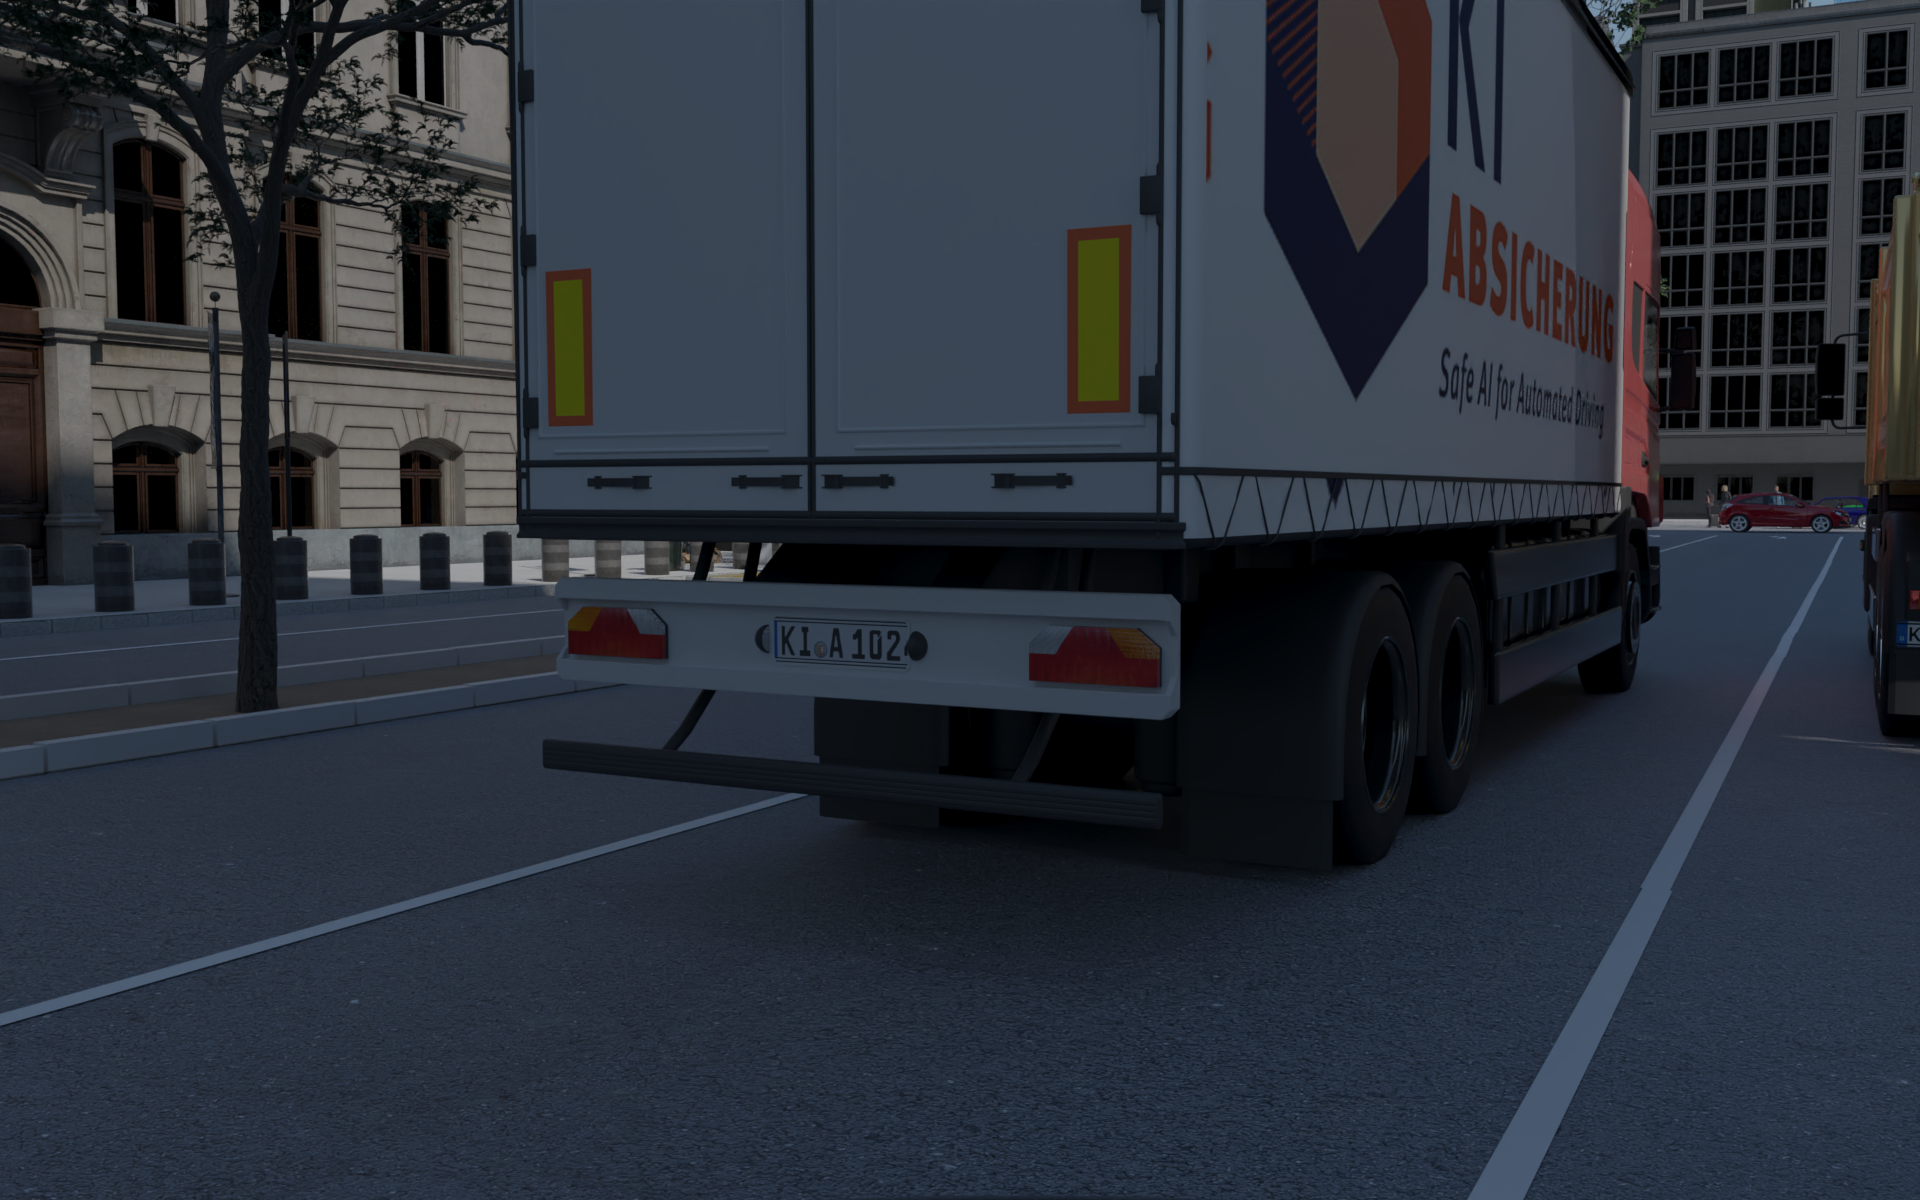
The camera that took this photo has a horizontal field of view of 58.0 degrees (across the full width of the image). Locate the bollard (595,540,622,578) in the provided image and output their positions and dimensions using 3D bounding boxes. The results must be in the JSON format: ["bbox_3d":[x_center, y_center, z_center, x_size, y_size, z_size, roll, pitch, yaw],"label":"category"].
[{"bbox_3d":[-5.377,-0.718,26.460,0.404,0.777,0.398,0,3,0],"label":"bollard"}]

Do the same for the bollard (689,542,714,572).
[{"bbox_3d":[-4.265,-0.849,28.594,0.404,0.777,0.398,0,3,0],"label":"bollard"}]

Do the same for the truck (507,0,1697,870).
[{"bbox_3d":[2.242,-1.294,10.075,2.839,4.237,11.283,2,4,29],"label":"truck"}]

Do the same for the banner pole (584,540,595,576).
[{"bbox_3d":[-5.547,-2.275,27.221,0.401,3.779,0.863,3,4,38],"label":"banner pole"}]

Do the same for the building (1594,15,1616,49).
[{"bbox_3d":[25.445,-19.031,98.550,23.554,28.519,14.401,2,4,27],"label":"building"}]

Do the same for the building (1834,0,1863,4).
[{"bbox_3d":[127.453,-55.974,227.841,31.000,86.520,22.319,2,4,27],"label":"building"}]

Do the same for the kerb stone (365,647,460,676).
[{"bbox_3d":[-4.464,0.506,13.976,0.120,0.150,1.000,2,4,27],"label":"kerb stone"}]

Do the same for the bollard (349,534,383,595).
[{"bbox_3d":[-7.608,-0.457,22.196,0.404,0.777,0.398,0,3,0],"label":"bollard"}]

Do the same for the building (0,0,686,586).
[{"bbox_3d":[-18.113,-12.607,25.201,14.460,24.649,34.723,2,4,27],"label":"building"}]

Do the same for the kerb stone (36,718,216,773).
[{"bbox_3d":[-4.502,0.785,9.361,0.120,0.150,1.000,2,4,27],"label":"kerb stone"}]

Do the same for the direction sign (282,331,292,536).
[{"bbox_3d":[-9.527,-1.991,24.551,0.379,3.537,0.876,-2,4,-24],"label":"direction sign"}]

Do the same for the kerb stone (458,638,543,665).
[{"bbox_3d":[-3.992,0.447,14.886,0.120,0.150,1.000,2,4,27],"label":"kerb stone"}]

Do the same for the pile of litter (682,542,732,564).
[{"bbox_3d":[-4.947,-1.122,32.309,1.719,0.858,1.176,0,4,7],"label":"pile of litter"}]

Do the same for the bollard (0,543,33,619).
[{"bbox_3d":[-9.833,-0.196,17.927,0.404,0.777,0.398,0,3,0],"label":"bollard"}]

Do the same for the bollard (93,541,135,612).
[{"bbox_3d":[-9.278,-0.262,18.993,0.404,0.777,0.398,0,3,0],"label":"bollard"}]

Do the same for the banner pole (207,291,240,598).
[{"bbox_3d":[-9.141,-1.912,21.279,0.401,3.779,0.863,-1,4,-15],"label":"banner pole"}]

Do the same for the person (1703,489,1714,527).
[{"bbox_3d":[32.387,-3.974,74.944,0.415,1.643,0.593,1,4,12],"label":"person"}]

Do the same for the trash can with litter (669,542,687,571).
[{"bbox_3d":[-4.929,-1.084,29.117,0.624,1.170,1.055,0,4,-2],"label":"trash can with litter"}]

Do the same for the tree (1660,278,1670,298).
[{"bbox_3d":[18.963,-7.844,56.456,9.928,11.665,9.643,0,3,0],"label":"tree"}]

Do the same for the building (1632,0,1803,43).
[{"bbox_3d":[104.135,-48.999,239.381,20.611,71.187,20.563,2,4,27],"label":"building"}]

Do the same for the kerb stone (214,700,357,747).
[{"bbox_3d":[-4.022,0.729,10.276,0.120,0.150,1.000,2,4,27],"label":"kerb stone"}]

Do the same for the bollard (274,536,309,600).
[{"bbox_3d":[-8.166,-0.392,21.125,0.404,0.777,0.398,0,3,0],"label":"bollard"}]

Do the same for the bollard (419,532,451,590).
[{"bbox_3d":[-7.052,-0.523,23.261,0.404,0.777,0.398,0,3,0],"label":"bollard"}]

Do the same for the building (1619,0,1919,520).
[{"bbox_3d":[46.655,-18.001,87.829,24.014,27.812,14.314,2,4,27],"label":"building"}]

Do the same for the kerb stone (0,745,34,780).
[{"bbox_3d":[-4.976,0.850,8.453,0.120,0.150,1.000,2,4,27],"label":"kerb stone"}]

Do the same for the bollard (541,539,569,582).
[{"bbox_3d":[-5.934,-0.653,25.394,0.404,0.777,0.398,0,3,0],"label":"bollard"}]

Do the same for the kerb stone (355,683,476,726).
[{"bbox_3d":[-3.543,0.677,11.183,0.120,0.150,1.000,2,4,27],"label":"kerb stone"}]

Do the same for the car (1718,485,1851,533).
[{"bbox_3d":[30.679,-3.391,64.487,4.494,1.783,2.155,2,4,29],"label":"car"}]

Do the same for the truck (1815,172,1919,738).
[{"bbox_3d":[8.242,-1.040,12.931,3.469,3.379,9.791,2,4,27],"label":"truck"}]

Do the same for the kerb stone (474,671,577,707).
[{"bbox_3d":[-3.073,0.617,12.101,0.120,0.150,1.000,2,4,27],"label":"kerb stone"}]

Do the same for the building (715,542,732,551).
[{"bbox_3d":[-6.266,-13.324,47.530,12.332,23.373,15.834,2,4,27],"label":"building"}]

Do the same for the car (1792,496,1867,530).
[{"bbox_3d":[35.763,-3.583,71.169,3.894,1.354,1.945,2,4,28],"label":"car"}]

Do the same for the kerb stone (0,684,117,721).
[{"bbox_3d":[-5.885,0.670,11.246,0.120,0.150,1.000,2,4,27],"label":"kerb stone"}]

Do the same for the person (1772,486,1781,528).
[{"bbox_3d":[34.610,-3.951,73.447,0.601,1.785,0.444,2,4,31],"label":"person"}]

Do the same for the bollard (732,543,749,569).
[{"bbox_3d":[-3.700,-0.915,29.675,0.404,0.777,0.398,0,3,0],"label":"bollard"}]

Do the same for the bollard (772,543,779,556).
[{"bbox_3d":[-3.143,-0.980,30.747,0.404,0.777,0.398,0,3,0],"label":"bollard"}]

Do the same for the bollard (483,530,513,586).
[{"bbox_3d":[-6.494,-0.588,24.326,0.404,0.777,0.398,0,3,0],"label":"bollard"}]

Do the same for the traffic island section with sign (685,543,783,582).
[{"bbox_3d":[-2.919,-1.133,27.161,1.989,1.847,2.006,2,4,27],"label":"traffic island section with sign"}]

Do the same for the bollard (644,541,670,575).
[{"bbox_3d":[-4.821,-0.783,27.525,0.404,0.777,0.398,0,3,0],"label":"bollard"}]

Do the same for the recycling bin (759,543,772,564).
[{"bbox_3d":[-3.451,-1.190,32.004,0.722,1.027,0.722,1,4,17],"label":"recycling bin"}]

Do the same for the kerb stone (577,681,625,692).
[{"bbox_3d":[-2.595,0.563,13.019,0.120,0.150,1.000,2,4,27],"label":"kerb stone"}]

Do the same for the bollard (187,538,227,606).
[{"bbox_3d":[-8.721,-0.327,20.058,0.404,0.777,0.398,0,3,0],"label":"bollard"}]

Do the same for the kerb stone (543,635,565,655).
[{"bbox_3d":[-3.506,0.392,15.793,0.120,0.150,1.000,2,4,27],"label":"kerb stone"}]

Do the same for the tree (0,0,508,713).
[{"bbox_3d":[-4.444,-4.556,11.368,8.767,10.594,7.601,2,4,27],"label":"tree"}]

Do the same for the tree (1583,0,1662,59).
[{"bbox_3d":[12.866,-11.512,46.571,12.611,20.169,13.585,0,3,0],"label":"tree"}]

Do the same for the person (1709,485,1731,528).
[{"bbox_3d":[32.295,-3.956,73.400,0.699,1.804,1.509,1,4,10],"label":"person"}]

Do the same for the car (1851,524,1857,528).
[{"bbox_3d":[39.285,-3.951,73.401,4.718,1.807,1.959,2,4,29],"label":"car"}]

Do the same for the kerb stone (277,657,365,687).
[{"bbox_3d":[-4.935,0.562,13.065,0.120,0.150,1.000,2,4,27],"label":"kerb stone"}]

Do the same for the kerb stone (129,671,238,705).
[{"bbox_3d":[-5.412,0.616,12.156,0.120,0.150,1.000,2,4,27],"label":"kerb stone"}]
